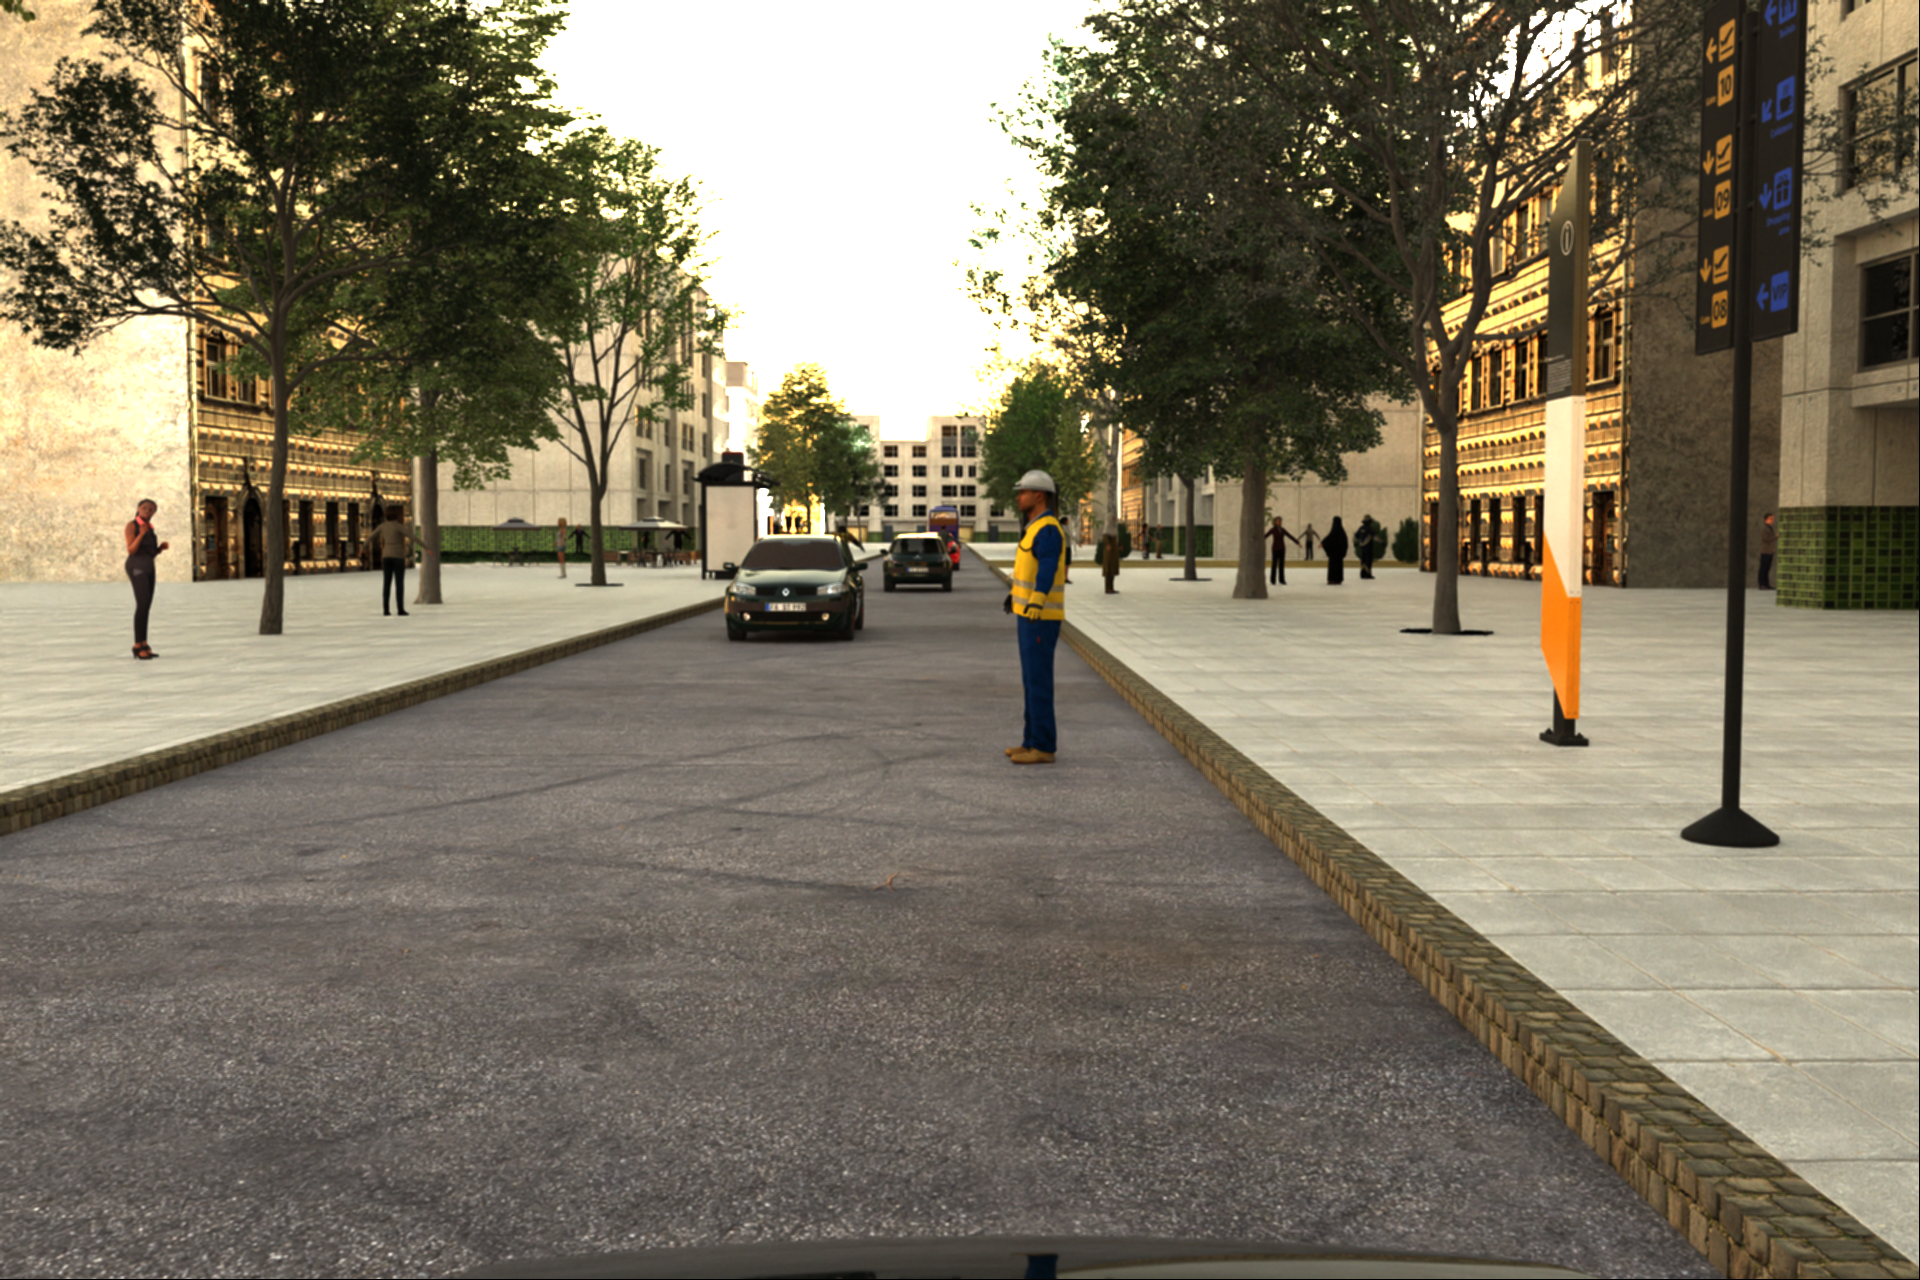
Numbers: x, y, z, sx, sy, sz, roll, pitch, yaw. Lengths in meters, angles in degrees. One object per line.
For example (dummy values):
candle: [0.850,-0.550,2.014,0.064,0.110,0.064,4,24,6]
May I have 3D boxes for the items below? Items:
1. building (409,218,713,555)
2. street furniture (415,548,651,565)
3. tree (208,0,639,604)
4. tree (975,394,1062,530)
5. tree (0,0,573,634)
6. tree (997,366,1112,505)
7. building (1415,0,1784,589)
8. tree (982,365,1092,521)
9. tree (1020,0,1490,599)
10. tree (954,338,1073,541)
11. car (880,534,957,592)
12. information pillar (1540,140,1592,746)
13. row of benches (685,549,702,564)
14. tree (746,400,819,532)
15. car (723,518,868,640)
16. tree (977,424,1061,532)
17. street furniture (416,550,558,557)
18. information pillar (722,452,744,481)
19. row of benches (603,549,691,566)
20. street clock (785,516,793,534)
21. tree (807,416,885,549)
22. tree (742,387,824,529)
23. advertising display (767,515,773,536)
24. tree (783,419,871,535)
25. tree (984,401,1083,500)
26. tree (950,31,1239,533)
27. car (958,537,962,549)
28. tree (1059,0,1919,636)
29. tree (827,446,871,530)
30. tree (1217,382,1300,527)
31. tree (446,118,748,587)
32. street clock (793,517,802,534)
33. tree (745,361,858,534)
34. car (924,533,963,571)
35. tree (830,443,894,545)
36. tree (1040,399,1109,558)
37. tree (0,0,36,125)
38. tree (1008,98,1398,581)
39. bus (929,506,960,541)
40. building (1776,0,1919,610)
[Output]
building: [-26.790,-15.072,112.886,16.747,18.905,31.486,0,4,0]
street furniture: [-18.634,-3.705,76.211,10.072,0.657,5.734,-1,4,-9]
tree: [-9.885,-6.959,31.902,7.486,12.596,7.792,0,3,0]
tree: [5.066,-13.511,139.029,7.486,12.596,7.792,0,3,0]
tree: [-8.500,-5.355,21.968,7.601,10.594,8.767,-1,4,-19]
tree: [5.770,-10.975,105.194,9.928,11.665,9.643,0,3,0]
building: [24.849,-13.343,49.083,19.493,23.208,18.063,0,3,0]
tree: [4.898,-12.131,116.476,7.486,12.596,7.792,0,3,0]
tree: [5.791,-7.804,34.257,9.857,13.997,8.962,0,3,0]
tree: [5.470,-19.040,167.194,12.611,20.169,13.585,0,3,0]
car: [-1.065,-2.112,44.323,2.009,1.686,4.222,0,4,-1]
information pillar: [3.705,-1.177,10.601,0.183,3.616,0.504,0,3,0]
row of benches: [-10.297,-3.687,75.741,1.422,0.672,4.104,3,4,38]
tree: [-9.397,-8.751,93.440,4.737,8.622,4.395,0,3,0]
car: [-2.290,-0.906,24.601,2.009,1.686,4.222,0,4,0]
tree: [5.225,-13.552,147.331,9.928,11.665,9.643,0,3,0]
street furniture: [-24.535,-4.233,84.829,10.072,0.657,5.734,0,4,7]
information pillar: [-7.166,-4.000,54.779,0.750,3.857,0.750,0,4,-1]
row of benches: [-12.943,-3.391,70.911,4.104,0.672,1.422,0,4,1]
street clock: [-6.775,-3.917,68.609,0.358,2.002,0.471,0,4,1]
tree: [-10.040,-13.769,150.878,9.928,11.665,9.643,0,3,0]
tree: [-9.187,-8.373,87.260,4.360,8.622,3.978,0,3,0]
advertising display: [-6.568,-3.350,59.979,0.123,1.923,0.974,0,3,0]
tree: [-10.307,-12.012,130.809,7.601,10.594,8.767,0,4,-6]
tree: [5.602,-12.408,128.622,9.928,11.665,9.643,0,3,0]
tree: [5.540,-12.780,64.837,12.611,20.169,13.585,0,3,0]
car: [-0.750,-9.860,170.996,2.009,1.686,4.222,0,4,-2]
tree: [6.171,-6.814,21.779,12.009,13.543,11.850,0,3,0]
tree: [-9.834,-11.645,140.752,4.360,8.622,3.978,0,3,0]
tree: [13.271,-7.789,77.714,4.737,8.622,4.395,0,3,0]
tree: [-8.978,-7.150,42.652,9.928,11.665,9.643,0,3,0]
street clock: [-6.967,-4.261,74.239,0.358,2.002,0.471,0,4,1]
tree: [-10.336,-11.960,113.679,7.486,12.596,7.792,0,3,0]
car: [-0.931,-3.684,69.281,2.155,1.783,4.494,0,4,-1]
tree: [-9.736,-14.117,165.218,7.601,10.594,8.767,2,4,32]
tree: [6.272,-8.779,93.896,4.737,8.622,4.395,0,3,0]
tree: [-9.040,-3.819,12.799,4.737,8.622,4.395,0,3,0]
tree: [6.267,-8.379,47.371,12.009,13.543,11.850,0,3,0]
bus: [-1.391,-9.811,151.955,2.896,3.916,12.251,0,4,0]
building: [23.052,-9.066,14.692,16.747,18.905,31.486,0,4,0]
